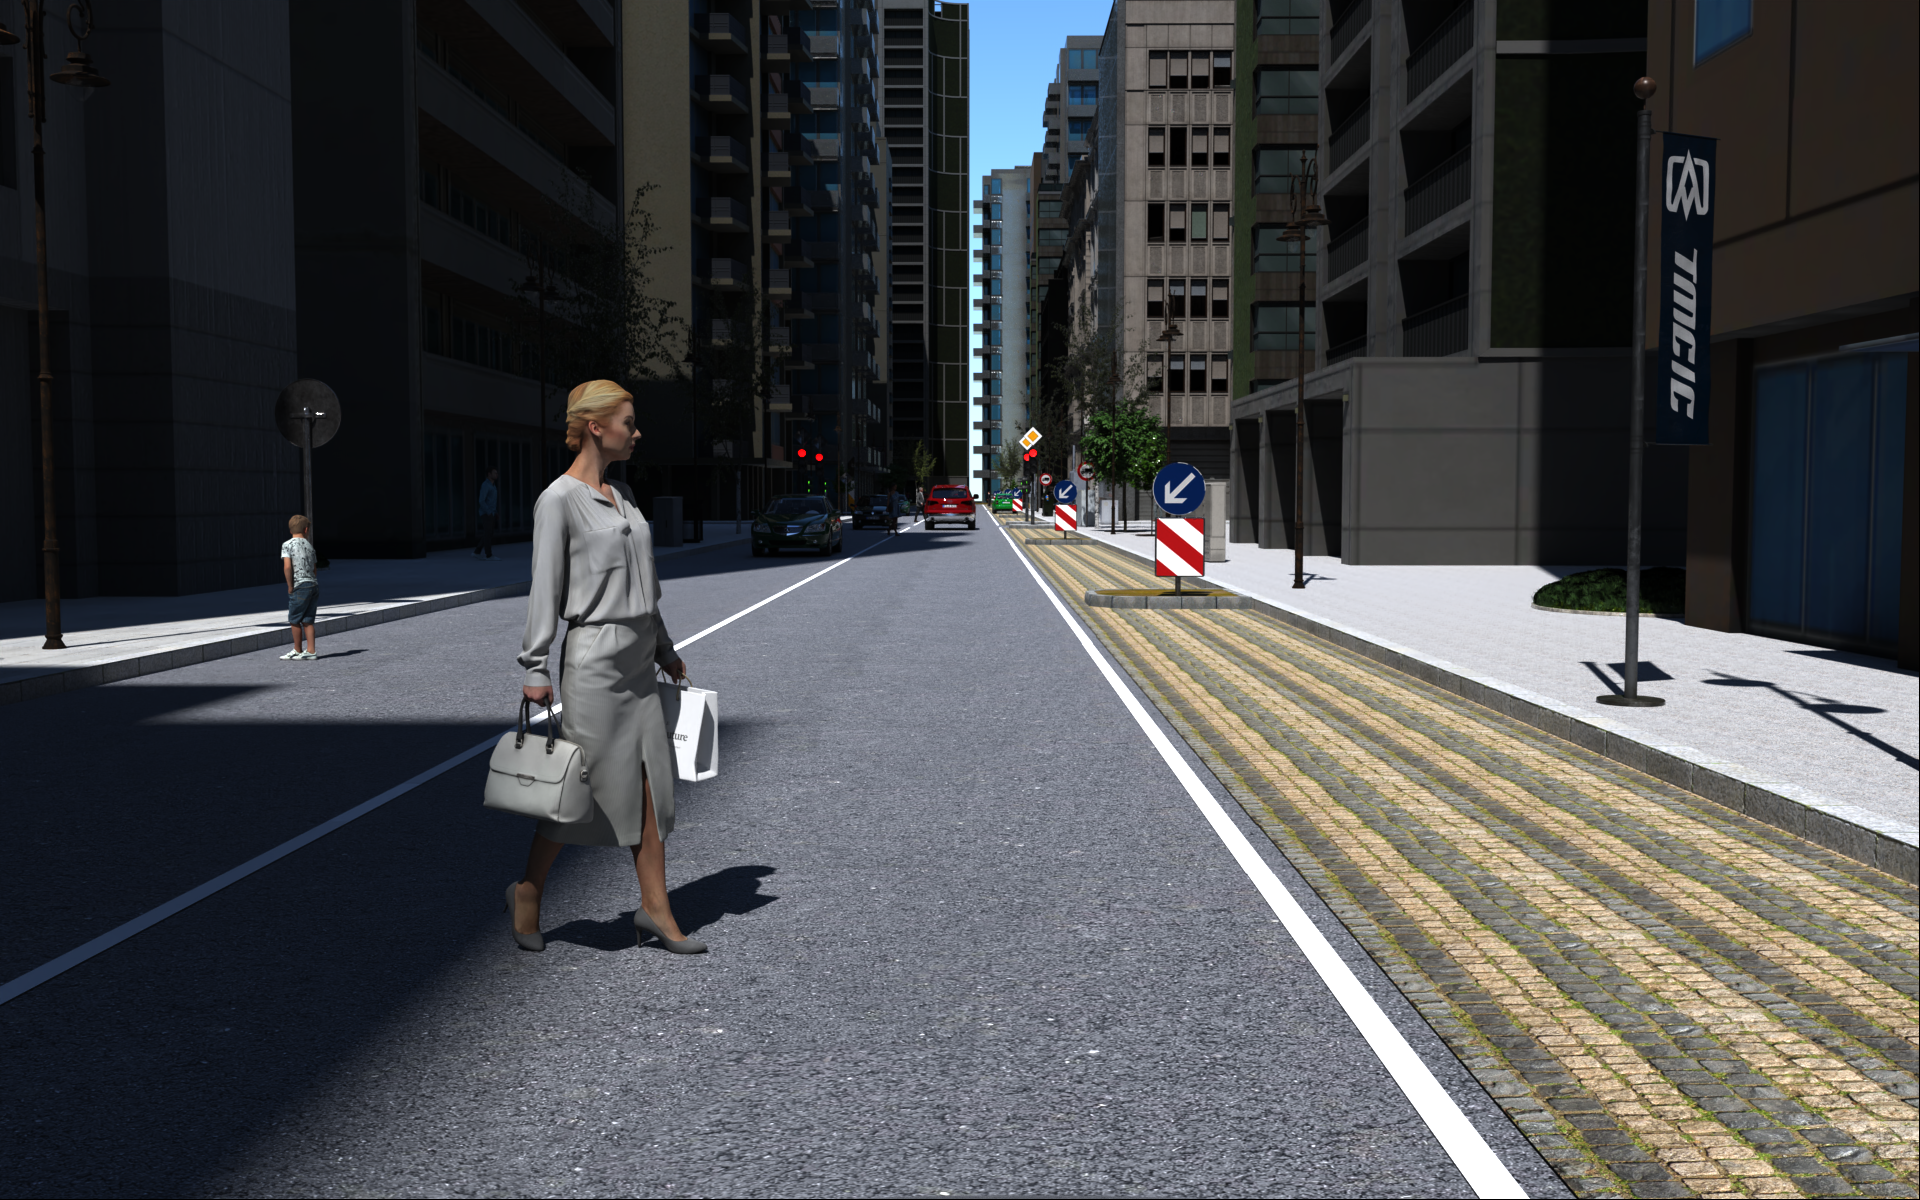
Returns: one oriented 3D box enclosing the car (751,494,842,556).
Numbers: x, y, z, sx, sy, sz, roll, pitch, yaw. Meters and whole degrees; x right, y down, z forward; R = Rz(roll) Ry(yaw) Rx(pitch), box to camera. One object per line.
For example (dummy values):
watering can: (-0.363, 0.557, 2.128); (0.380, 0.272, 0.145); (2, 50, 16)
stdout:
car: (-3.850, -1.808, 41.354); (2.131, 1.459, 4.920); (0, 4, 1)

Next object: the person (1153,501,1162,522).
person: (9.274, -4.566, 80.797); (0.391, 1.810, 0.635); (-3, 5, -43)

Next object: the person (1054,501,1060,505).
person: (7.008, -6.900, 124.353); (0.738, 1.151, 1.012); (0, 4, 1)

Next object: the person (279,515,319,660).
person: (-5.700, -0.106, 14.925); (0.332, 1.250, 0.352); (-2, 4, -24)

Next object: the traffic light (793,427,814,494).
traffic light: (-6.542, -5.099, 72.284); (0.839, 4.253, 0.868); (0, 4, 0)

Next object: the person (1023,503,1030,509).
person: (5.835, -8.492, 145.106); (0.699, 1.804, 1.509); (-3, 5, -44)

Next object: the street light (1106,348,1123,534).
street light: (4.882, -5.031, 55.040); (0.468, 5.910, 1.993); (0, 4, 0)

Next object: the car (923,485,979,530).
car: (-0.374, -3.782, 70.503); (2.281, 1.827, 5.304); (0, 4, 1)

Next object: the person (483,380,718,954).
person: (-1.126, 0.210, 5.416); (0.624, 1.780, 0.694); (3, 4, 36)

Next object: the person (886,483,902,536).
person: (-2.316, -3.099, 59.261); (0.616, 1.811, 0.778); (-3, 4, -37)

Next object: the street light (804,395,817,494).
street light: (-6.944, -6.603, 80.739); (0.468, 5.910, 1.993); (0, 4, 0)

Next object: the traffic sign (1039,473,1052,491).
traffic sign: (5.190, -6.401, 104.765); (0.768, 2.556, 0.104); (0, 4, 7)

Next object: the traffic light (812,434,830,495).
traffic light: (-6.474, -5.587, 80.269); (0.839, 4.253, 0.868); (0, 4, 0)

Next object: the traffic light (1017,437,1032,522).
traffic light: (3.087, -5.583, 80.204); (0.839, 4.253, 0.868); (0, 4, 0)

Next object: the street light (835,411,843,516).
street light: (-6.763, -7.578, 96.685); (0.468, 5.910, 1.993); (0, 4, 0)

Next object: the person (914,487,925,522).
person: (-1.931, -4.841, 88.050); (0.834, 1.777, 0.661); (1, 4, 11)

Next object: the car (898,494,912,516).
car: (-4.208, -6.235, 113.741); (2.131, 1.459, 4.920); (0, 4, -1)

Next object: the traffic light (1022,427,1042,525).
traffic light: (3.019, -5.095, 72.219); (0.839, 4.253, 0.868); (0, 4, 0)

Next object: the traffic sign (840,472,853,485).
traffic sign: (-6.688, -6.225, 101.509); (0.795, 2.593, 0.064); (0, 4, 8)

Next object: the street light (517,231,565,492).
street light: (-7.392, -3.543, 30.714); (0.468, 5.910, 1.993); (0, 4, 0)

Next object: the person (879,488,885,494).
person: (-7.241, -9.549, 161.798); (1.348, 1.869, 0.705); (3, 4, 38)

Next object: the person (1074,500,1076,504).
person: (7.177, -6.369, 110.161); (0.713, 1.824, 0.794); (0, 4, 1)

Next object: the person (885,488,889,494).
person: (-6.114, -8.794, 149.638); (0.655, 1.846, 0.447); (-2, 4, -26)

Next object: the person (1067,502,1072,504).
person: (6.720, -5.859, 107.342); (1.012, 1.151, 0.738); (3, 5, 43)

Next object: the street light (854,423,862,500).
street light: (-6.602, -8.564, 112.803); (0.468, 5.910, 1.993); (0, 4, 0)

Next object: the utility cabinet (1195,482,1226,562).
utility cabinet: (4.745, -1.483, 32.925); (0.318, 1.500, 1.173); (0, 4, -6)

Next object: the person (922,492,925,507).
person: (-3.359, -8.901, 154.430); (0.661, 1.777, 0.834); (-3, 5, -43)

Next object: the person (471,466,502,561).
person: (-9.141, -1.671, 33.391); (0.620, 1.820, 0.660); (0, 4, -5)

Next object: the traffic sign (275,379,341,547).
traffic sign: (-7.201, -1.163, 19.127); (0.768, 2.556, 0.104); (0, 4, 7)

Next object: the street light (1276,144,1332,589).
street light: (4.610, -3.095, 23.398); (0.468, 5.910, 1.993); (0, 4, 0)

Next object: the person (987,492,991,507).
person: (3.265, -11.520, 197.660); (0.445, 1.727, 0.742); (-1, 4, -10)

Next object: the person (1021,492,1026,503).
person: (7.063, -11.190, 188.955); (0.705, 1.831, 1.348); (-3, 4, -36)

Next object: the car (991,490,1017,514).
car: (3.267, -7.188, 126.326); (1.959, 1.807, 4.718); (0, 4, -1)

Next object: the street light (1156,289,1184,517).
street light: (4.731, -4.063, 39.219); (0.468, 5.910, 1.993); (0, 4, 0)

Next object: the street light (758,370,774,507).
street light: (-7.075, -5.520, 63.037); (0.468, 5.910, 1.993); (0, 4, 0)

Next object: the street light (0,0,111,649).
street light: (-7.520, -2.533, 14.201); (0.468, 5.910, 1.993); (0, 4, 0)

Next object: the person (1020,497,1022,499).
person: (7.741, -13.111, 220.351); (0.705, 1.831, 1.348); (0, 4, 0)

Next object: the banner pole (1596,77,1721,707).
banner pole: (4.320, -1.260, 10.614); (0.863, 3.779, 0.401); (-2, 4, -27)

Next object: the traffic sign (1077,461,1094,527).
traffic sign: (4.916, -4.096, 67.081); (0.768, 2.556, 0.104); (0, 4, 6)

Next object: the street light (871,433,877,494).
street light: (-6.415, -9.557, 129.036); (0.468, 5.910, 1.993); (0, 4, 0)

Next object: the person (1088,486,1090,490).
person: (6.490, -4.951, 87.988); (0.522, 1.701, 0.512); (-2, 4, -27)

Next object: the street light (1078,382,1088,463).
street light: (5.022, -6.038, 71.505); (0.468, 5.910, 1.993); (0, 4, 0)

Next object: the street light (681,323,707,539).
street light: (-7.197, -4.543, 47.061); (0.468, 5.910, 1.993); (0, 4, 0)

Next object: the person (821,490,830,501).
person: (-8.793, -6.546, 113.460); (0.661, 1.777, 0.834); (-1, 4, -19)

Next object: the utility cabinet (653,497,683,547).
utility cabinet: (-7.169, -1.915, 42.467); (0.306, 1.237, 1.020); (-3, 4, -38)

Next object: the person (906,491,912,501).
person: (-6.865, -13.464, 226.857); (1.217, 1.739, 0.721); (-1, 4, -8)

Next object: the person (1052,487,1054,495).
person: (6.328, -7.038, 121.301); (0.592, 1.802, 0.473); (2, 4, 31)

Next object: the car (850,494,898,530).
car: (-3.463, -3.738, 70.896); (2.009, 1.686, 4.222); (0, 4, 0)

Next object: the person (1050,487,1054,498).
person: (5.801, -6.461, 112.037); (0.532, 1.782, 0.716); (2, 4, 28)
